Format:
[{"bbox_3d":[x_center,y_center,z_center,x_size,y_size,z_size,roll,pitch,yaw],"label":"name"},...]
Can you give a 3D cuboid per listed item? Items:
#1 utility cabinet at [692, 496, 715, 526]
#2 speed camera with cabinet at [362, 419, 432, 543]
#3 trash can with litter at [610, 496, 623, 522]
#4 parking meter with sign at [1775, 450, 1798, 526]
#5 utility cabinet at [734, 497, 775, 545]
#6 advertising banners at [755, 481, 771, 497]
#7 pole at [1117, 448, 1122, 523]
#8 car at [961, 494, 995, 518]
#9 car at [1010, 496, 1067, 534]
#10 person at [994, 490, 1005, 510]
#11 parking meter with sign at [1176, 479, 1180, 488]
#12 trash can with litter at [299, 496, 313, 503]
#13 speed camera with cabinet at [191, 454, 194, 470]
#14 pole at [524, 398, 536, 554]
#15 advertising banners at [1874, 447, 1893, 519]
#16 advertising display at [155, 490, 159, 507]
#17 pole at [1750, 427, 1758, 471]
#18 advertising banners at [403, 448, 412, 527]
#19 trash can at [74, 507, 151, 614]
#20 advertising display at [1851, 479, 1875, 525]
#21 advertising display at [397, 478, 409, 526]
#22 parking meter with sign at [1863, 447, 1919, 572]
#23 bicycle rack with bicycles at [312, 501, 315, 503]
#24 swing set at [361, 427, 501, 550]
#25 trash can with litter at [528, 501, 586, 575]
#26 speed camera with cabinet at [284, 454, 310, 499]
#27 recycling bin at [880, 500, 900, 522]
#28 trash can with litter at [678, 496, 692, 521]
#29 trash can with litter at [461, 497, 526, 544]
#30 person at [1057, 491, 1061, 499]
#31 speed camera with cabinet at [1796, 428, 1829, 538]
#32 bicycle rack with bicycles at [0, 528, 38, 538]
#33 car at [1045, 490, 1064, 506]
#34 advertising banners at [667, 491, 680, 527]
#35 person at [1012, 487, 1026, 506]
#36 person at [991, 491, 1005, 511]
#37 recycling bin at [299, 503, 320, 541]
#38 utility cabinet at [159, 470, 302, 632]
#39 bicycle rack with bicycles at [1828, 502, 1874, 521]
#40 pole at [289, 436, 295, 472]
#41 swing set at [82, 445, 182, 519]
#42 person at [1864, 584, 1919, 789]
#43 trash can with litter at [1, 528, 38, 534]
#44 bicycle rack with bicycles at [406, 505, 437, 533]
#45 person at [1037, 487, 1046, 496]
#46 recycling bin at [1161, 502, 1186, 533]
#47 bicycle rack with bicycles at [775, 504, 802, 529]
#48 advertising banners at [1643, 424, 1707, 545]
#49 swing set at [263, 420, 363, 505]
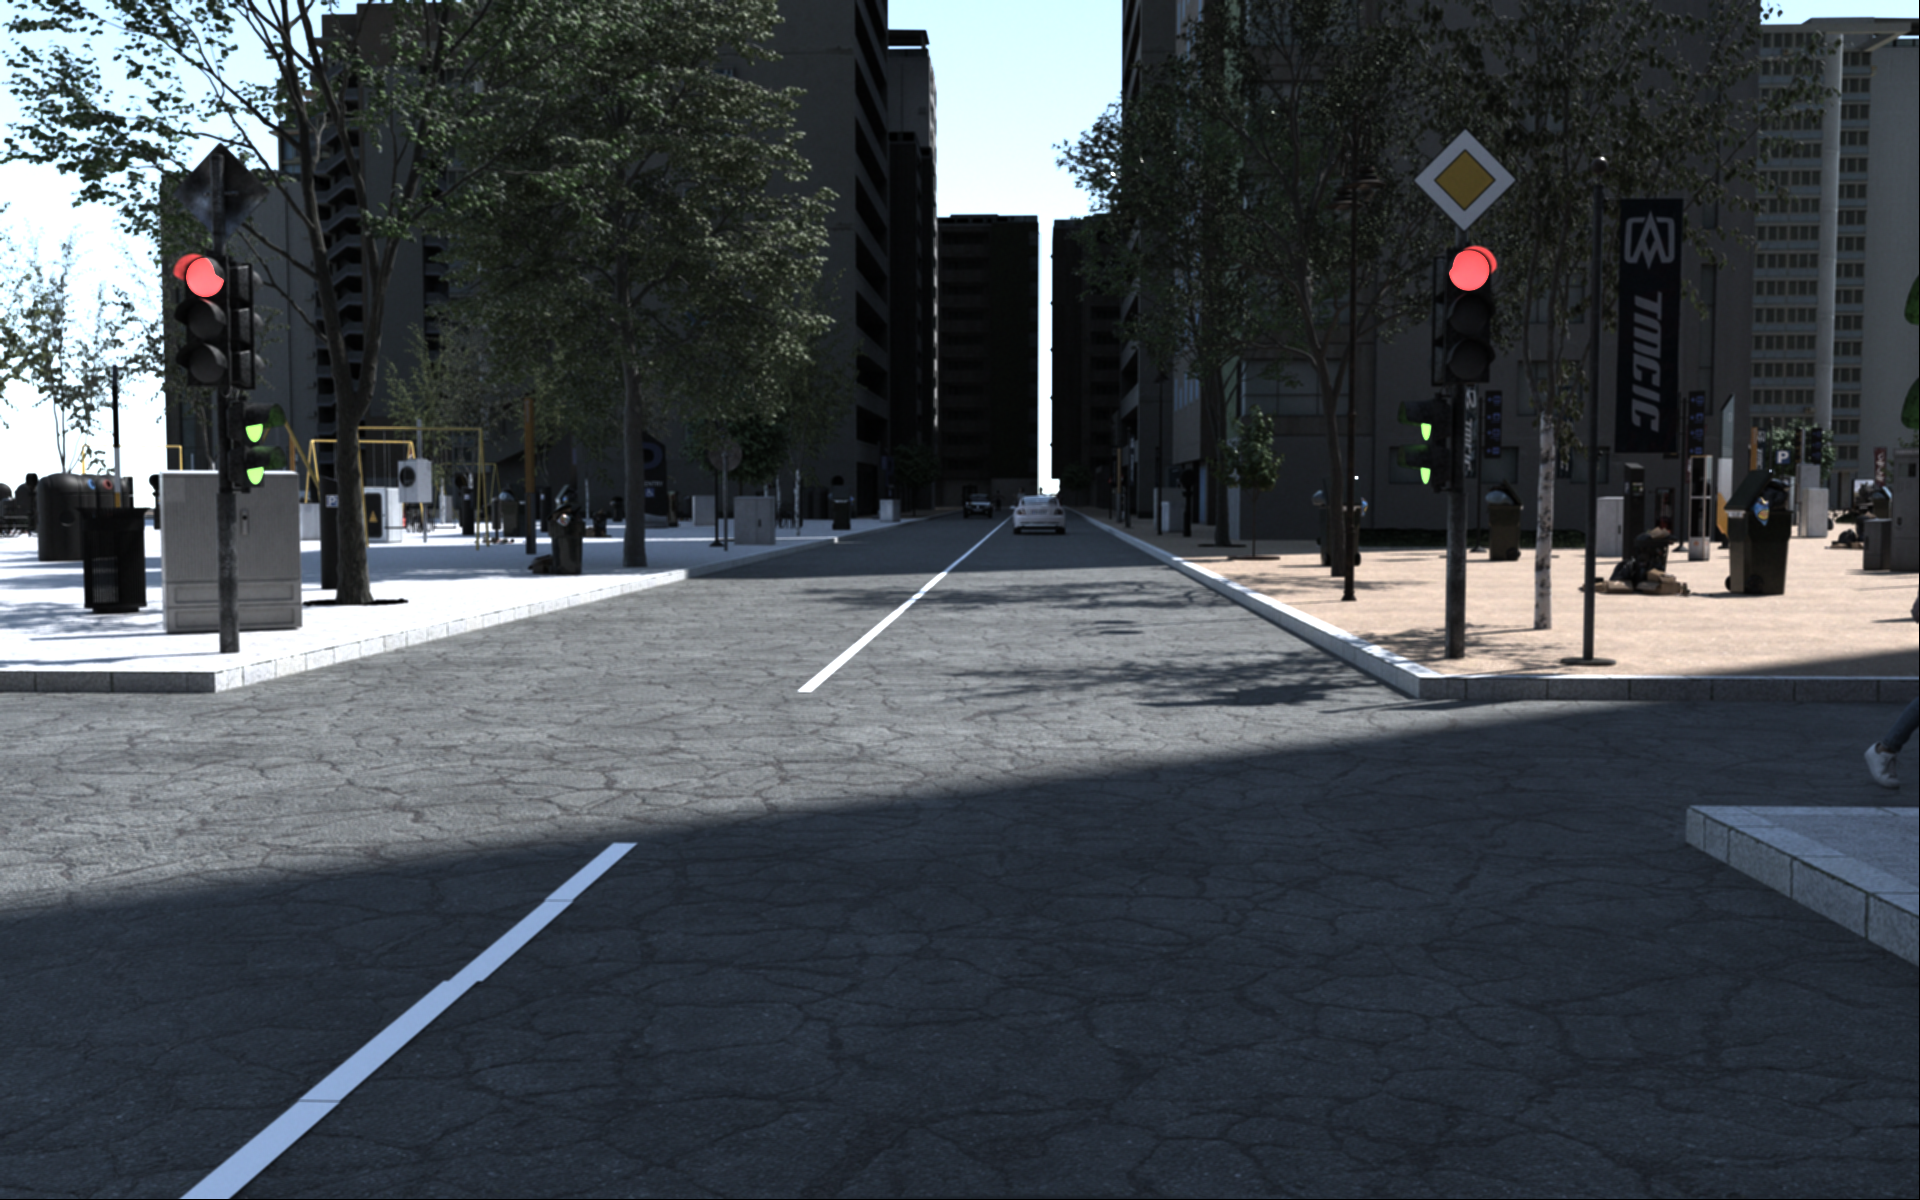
[{"bbox_3d":[-10.237,-3.573,69.572,1.020,1.237,0.306,-2,4,-34],"label":"utility cabinet"},{"bbox_3d":[-14.902,-3.144,45.739,2.038,3.252,0.660,2,4,28],"label":"speed camera with cabinet"},{"bbox_3d":[-15.900,-4.197,80.013,0.624,1.170,1.055,-1,4,-17],"label":"trash can with litter"},{"bbox_3d":[33.204,-4.478,69.472,0.543,3.016,1.738,3,5,39],"label":"parking meter with sign"},{"bbox_3d":[-5.197,-1.997,43.812,1.020,1.237,0.306,1,4,16],"label":"utility cabinet"},{"bbox_3d":[-9.649,-5.450,85.299,0.090,3.025,2.074,1,4,16],"label":"advertising banners"},{"bbox_3d":[7.108,-5.099,77.206,0.158,3.312,0.155,0,3,0],"label":"pole"},{"bbox_3d":[1.090,-5.758,103.936,2.009,1.686,4.222,0,4,1],"label":"car"},{"bbox_3d":[2.856,-3.090,62.890,2.083,1.381,4.827,0,4,1],"label":"car"},{"bbox_3d":[3.243,-8.405,146.650,1.217,1.736,0.721,-1,4,-9],"label":"person"},{"bbox_3d":[11.065,-5.464,85.593,0.543,3.016,1.738,-2,4,-29],"label":"parking meter with sign"},{"bbox_3d":[-26.285,-3.511,68.467,2.233,1.210,1.678,-3,5,-43],"label":"trash can with litter"},{"bbox_3d":[-36.970,-5.562,85.282,2.038,3.252,0.660,-1,4,-12],"label":"speed camera with cabinet"},{"bbox_3d":[-9.154,-2.631,36.867,0.158,3.312,0.155,0,3,0],"label":"pole"},{"bbox_3d":[34.545,-4.131,63.724,0.090,3.025,2.074,-2,4,-28],"label":"advertising banners"},{"bbox_3d":[-35.379,-4.407,77.261,0.974,1.923,0.123,-2,4,-29],"label":"advertising display"},{"bbox_3d":[24.212,-3.612,52.891,0.158,3.312,0.155,0,3,0],"label":"pole"},{"bbox_3d":[-20.847,-4.196,64.788,0.090,3.025,2.074,0,4,6],"label":"advertising banners"},{"bbox_3d":[-9.147,-0.433,18.734,0.748,1.137,0.748,0,3,0],"label":"trash can"},{"bbox_3d":[37.979,-4.137,72.850,0.974,1.923,0.123,0,4,-7],"label":"advertising display"},{"bbox_3d":[-22.287,-3.919,69.287,0.123,1.923,0.974,0,4,2],"label":"advertising display"},{"bbox_3d":[15.807,-1.974,28.539,0.543,3.016,1.738,-2,4,-27],"label":"parking meter with sign"},{"bbox_3d":[-32.489,-4.617,88.876,2.925,0.926,2.852,-3,5,-41],"label":"bicycle rack with bicycles"},{"bbox_3d":[-12.557,-2.633,40.672,3.119,2.851,2.862,-1,4,-10],"label":"swing set"},{"bbox_3d":[-6.485,-0.996,27.669,1.055,1.170,0.624,2,4,33],"label":"trash can with litter"},{"bbox_3d":[-32.946,-5.597,85.845,2.038,3.252,0.660,3,5,43],"label":"speed camera with cabinet"},{"bbox_3d":[-3.211,-4.102,79.616,0.722,1.027,0.722,2,4,28],"label":"recycling bin"},{"bbox_3d":[-12.704,-4.352,82.218,2.233,1.210,1.678,2,4,30],"label":"trash can with litter"},{"bbox_3d":[-12.247,-2.097,45.338,1.678,1.210,2.233,-1,4,-14],"label":"trash can with litter"},{"bbox_3d":[9.213,-9.306,161.329,0.621,1.740,0.551,-1,4,-9],"label":"person"},{"bbox_3d":[25.404,-3.502,51.601,0.660,3.252,2.038,1,4,17],"label":"speed camera with cabinet"},{"bbox_3d":[-28.481,-2.296,50.917,2.852,0.926,2.925,3,4,37],"label":"bicycle rack with bicycles"},{"bbox_3d":[7.534,-8.235,143.686,2.155,1.783,4.494,0,4,4],"label":"car"},{"bbox_3d":[-11.805,-4.343,67.200,2.074,3.025,0.090,1,4,21],"label":"advertising banners"},{"bbox_3d":[2.789,-4.511,82.615,0.716,1.782,0.532,3,5,40],"label":"person"},{"bbox_3d":[3.163,-8.314,145.142,1.217,1.736,0.721,-1,4,-12],"label":"person"},{"bbox_3d":[-17.919,-2.162,47.896,0.722,1.027,0.722,-3,4,-36],"label":"recycling bin"},{"bbox_3d":[-6.800,-0.458,16.172,1.173,1.500,0.318,-2,4,-31],"label":"utility cabinet"},{"bbox_3d":[45.335,-4.442,86.005,2.925,0.926,2.852,0,4,0],"label":"bicycle rack with bicycles"},{"bbox_3d":[-23.422,-4.095,60.800,0.158,3.312,0.155,0,3,0],"label":"pole"},{"bbox_3d":[-26.566,-3.533,55.378,3.119,2.851,2.862,-2,4,-23],"label":"swing set"},{"bbox_3d":[4.716,0.050,8.363,0.598,1.740,0.731,3,5,39],"label":"person"},{"bbox_3d":[-30.438,-2.744,55.928,2.233,1.210,1.678,0,4,7],"label":"trash can with litter"},{"bbox_3d":[-18.664,-2.733,58.069,2.852,0.926,2.925,0,4,5],"label":"bicycle rack with bicycles"},{"bbox_3d":[3.690,-4.030,75.056,0.731,1.740,0.598,-3,5,-40],"label":"person"},{"bbox_3d":[7.143,-2.779,57.997,0.722,1.027,0.722,-1,4,-20],"label":"recycling bin"},{"bbox_3d":[-7.176,-3.160,65.043,2.852,0.926,2.925,-1,4,-10],"label":"bicycle rack with bicycles"},{"bbox_3d":[17.847,-2.917,43.880,0.090,3.025,2.074,-3,5,-45],"label":"advertising banners"},{"bbox_3d":[-13.339,-2.220,33.910,2.862,2.851,3.119,-1,4,-21],"label":"swing set"}]
